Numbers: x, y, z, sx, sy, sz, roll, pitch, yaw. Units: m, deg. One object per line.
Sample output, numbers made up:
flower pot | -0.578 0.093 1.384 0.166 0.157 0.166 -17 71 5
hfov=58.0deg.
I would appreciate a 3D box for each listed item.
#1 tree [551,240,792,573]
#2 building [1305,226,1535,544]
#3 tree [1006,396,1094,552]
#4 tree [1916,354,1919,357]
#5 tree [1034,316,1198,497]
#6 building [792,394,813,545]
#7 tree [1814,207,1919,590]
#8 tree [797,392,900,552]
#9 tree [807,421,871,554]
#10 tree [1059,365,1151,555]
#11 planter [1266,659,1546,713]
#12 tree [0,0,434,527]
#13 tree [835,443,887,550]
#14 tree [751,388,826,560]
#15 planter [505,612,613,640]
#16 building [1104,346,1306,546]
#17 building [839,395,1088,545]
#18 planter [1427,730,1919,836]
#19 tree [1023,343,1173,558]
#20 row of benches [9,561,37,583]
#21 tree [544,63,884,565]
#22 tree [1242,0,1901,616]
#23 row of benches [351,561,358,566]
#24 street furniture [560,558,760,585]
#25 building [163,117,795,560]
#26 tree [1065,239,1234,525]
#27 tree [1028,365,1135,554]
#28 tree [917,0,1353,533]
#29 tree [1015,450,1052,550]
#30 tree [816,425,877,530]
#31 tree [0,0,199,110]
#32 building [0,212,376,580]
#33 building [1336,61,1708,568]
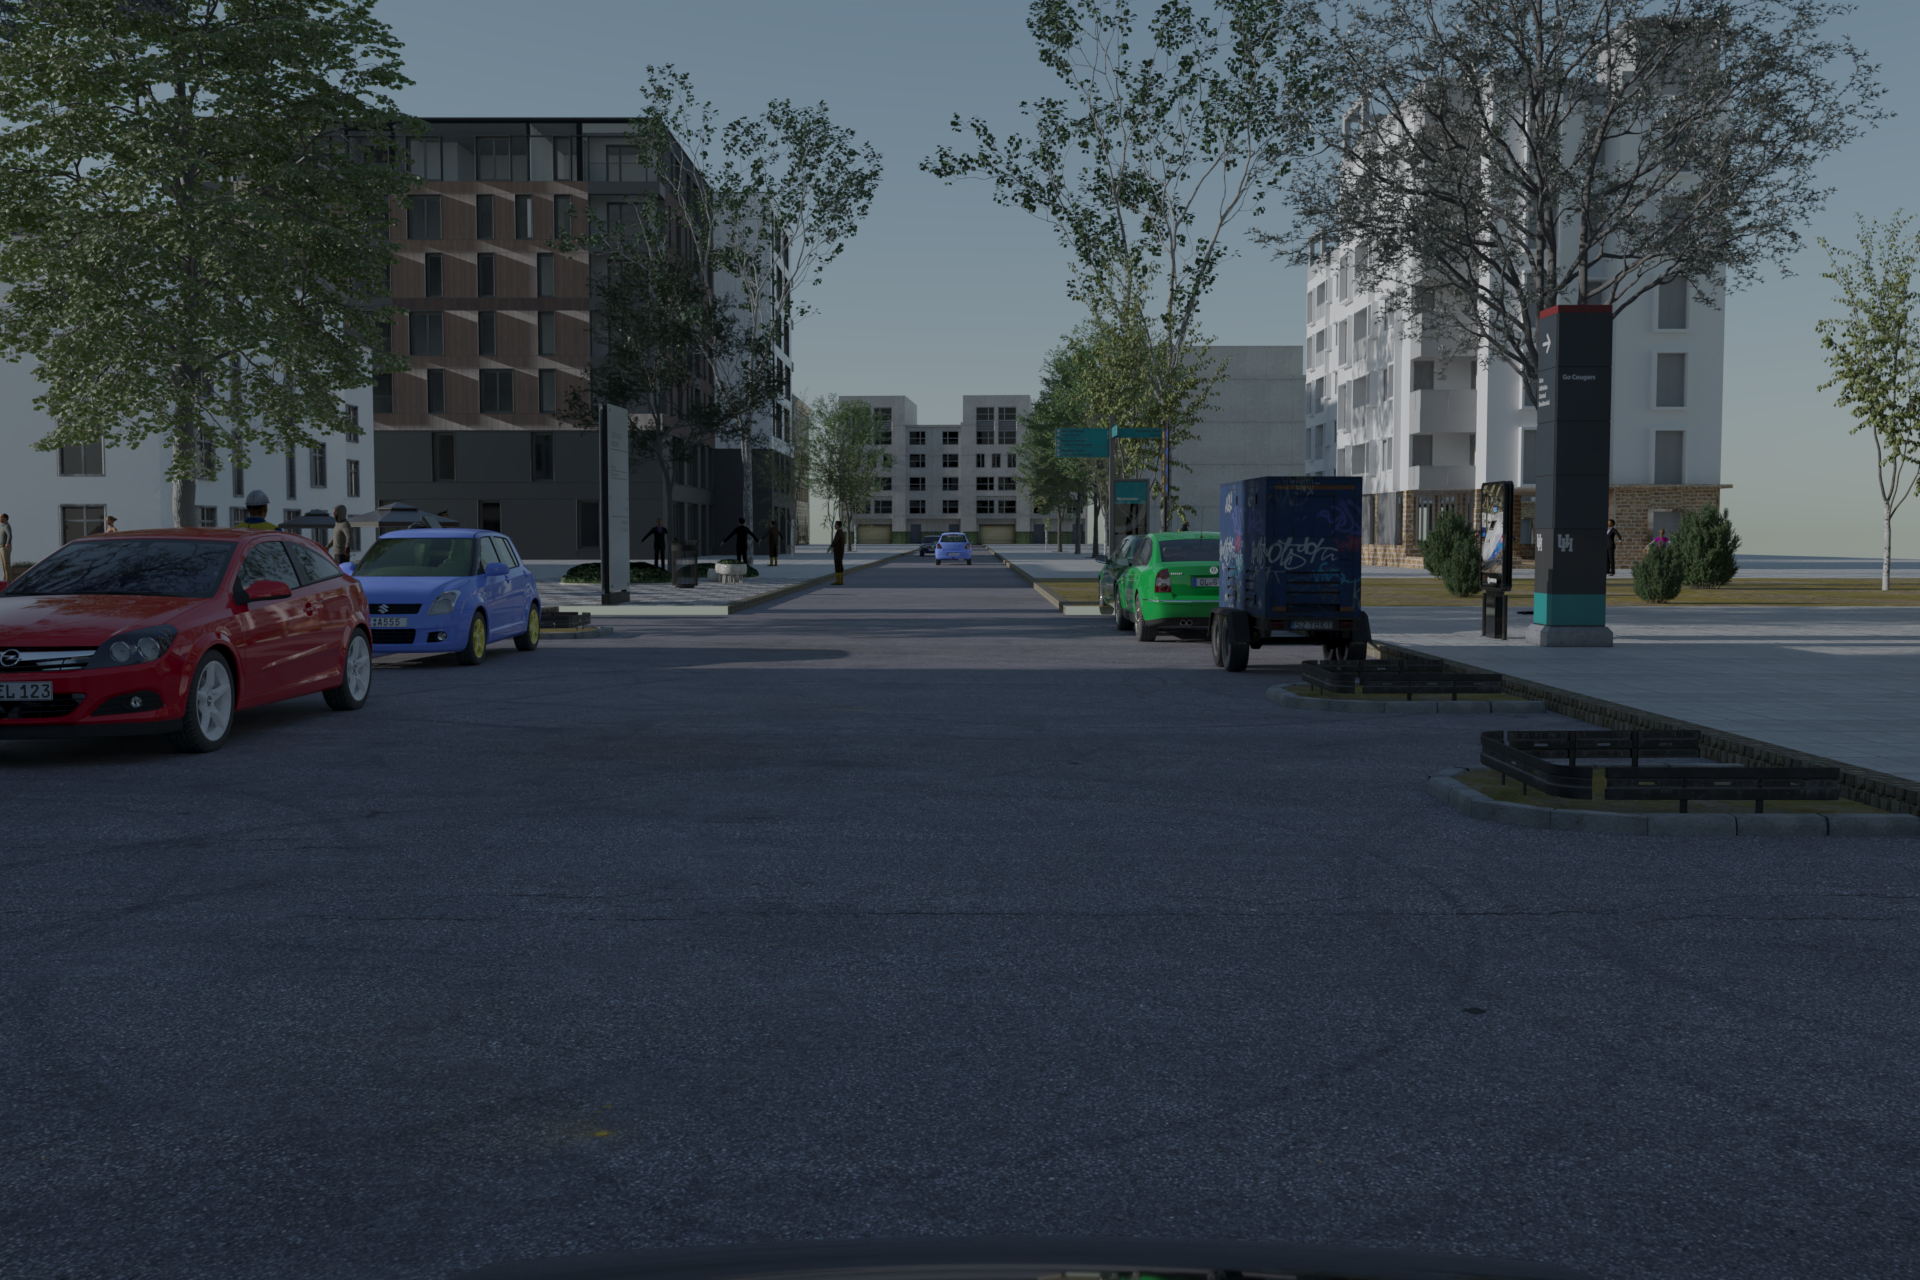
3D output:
tree | -8.919 -7.335 54.332 8.767 10.594 7.601 1 4 19
building | 26.787 -15.350 107.399 16.016 20.090 11.380 0 4 0
tree | 7.206 -12.019 122.265 9.928 11.665 9.643 0 3 0
tree | 26.884 -5.802 45.218 4.360 8.622 3.978 0 3 0
tree | 7.330 -9.523 81.457 9.928 11.665 9.643 0 3 0
building | -27.688 -22.702 202.099 19.493 23.208 18.063 0 3 0
tree | 21.185 -5.429 39.131 4.737 8.622 4.395 0 3 0
tree | -8.114 -12.263 126.251 9.928 11.665 9.643 0 3 0
tree | -8.403 -9.835 111.171 4.360 8.622 3.978 0 3 0
tree | 6.352 -7.624 75.015 4.360 8.622 3.978 0 3 0
planter | 3.685 0.386 14.832 1.991 0.319 1.994 0 4 -1
tree | -12.072 -6.666 27.115 7.486 12.596 7.792 0 3 0
tree | -8.428 -11.422 137.118 4.360 8.622 3.978 0 3 0
tree | -8.353 -8.327 86.502 4.360 8.622 3.978 0 3 0
planter | -5.999 -0.205 24.486 1.991 0.319 1.994 0 4 0
building | 23.831 -18.637 171.178 16.747 18.905 31.486 0 4 1
building | 0.919 -21.901 226.992 31.486 18.905 16.747 0 4 4
planter | 3.582 0.729 9.215 1.991 0.319 1.994 0 4 1
tree | 7.368 -10.143 91.591 9.928 11.665 9.643 0 3 0
row of benches | -22.466 -1.456 39.264 4.104 0.672 1.422 -2 4 -24
tree | -9.992 -13.178 71.348 12.611 20.169 13.585 0 3 0
tree | 9.392 -7.149 27.263 12.009 13.543 11.850 0 3 0
row of benches | -15.305 -1.510 40.152 4.104 0.672 1.422 1 4 12
street furniture | -8.447 -2.003 48.375 5.734 0.657 10.072 0 4 -8
building | -25.212 -15.754 101.560 27.936 21.610 32.646 0 3 0
tree | 4.430 -5.692 43.427 4.737 8.622 4.395 0 3 0
tree | 7.874 -11.740 110.079 7.486 12.596 7.792 0 3 0
tree | 5.429 -12.254 56.245 12.611 20.169 13.585 0 3 0
tree | 6.571 -11.328 135.571 4.737 8.622 4.395 0 3 0
tree | -7.842 -10.278 118.402 4.737 8.622 4.395 0 3 0
tree | -11.319 -6.307 13.493 12.009 13.543 11.850 0 3 0
building | -25.433 -7.164 59.283 9.099 9.664 28.070 0 3 0
building | 21.955 -13.417 75.793 16.016 20.090 11.380 0 4 1
